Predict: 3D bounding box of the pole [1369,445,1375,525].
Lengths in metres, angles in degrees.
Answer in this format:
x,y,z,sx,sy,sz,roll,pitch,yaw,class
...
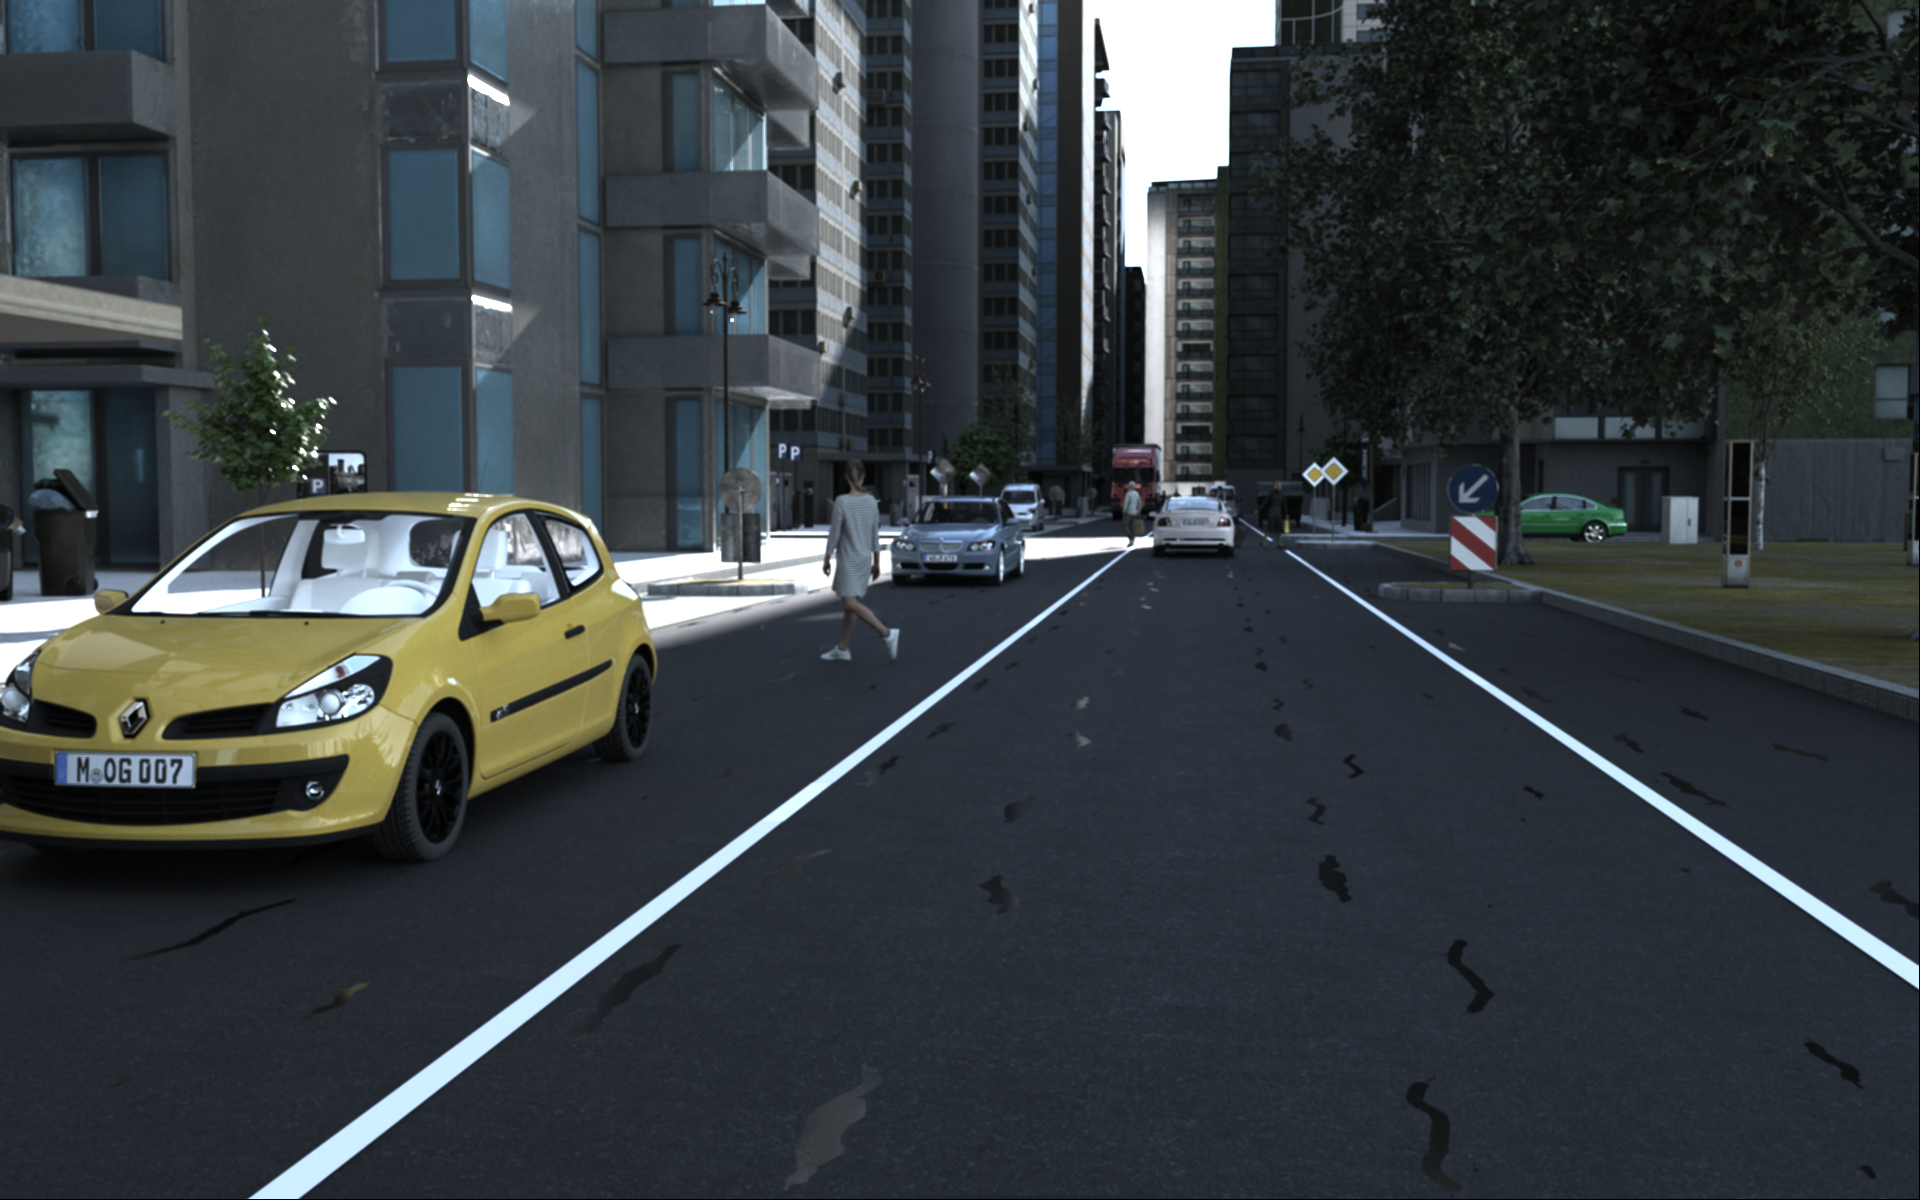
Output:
x,y,z,sx,sy,sz,roll,pitch,yaw,class
17.148,-4.786,72.089,0.158,3.312,0.155,0,3,0,pole

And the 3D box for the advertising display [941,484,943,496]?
x,y,z,sx,sy,sz,roll,pitch,yaw,class
-1.162,-5.652,97.624,0.974,1.923,0.123,3,5,43,advertising display

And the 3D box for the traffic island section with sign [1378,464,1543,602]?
x,y,z,sx,sy,sz,roll,pitch,yaw,class
6.863,-0.938,23.966,1.989,1.847,2.006,0,4,8,traffic island section with sign

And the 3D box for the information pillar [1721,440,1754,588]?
x,y,z,sx,sy,sz,roll,pitch,yaw,class
10.638,-1.175,23.706,0.304,2.012,0.304,1,4,12,information pillar

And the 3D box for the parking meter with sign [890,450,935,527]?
x,y,z,sx,sy,sz,roll,pitch,yaw,class
-1.895,-4.414,68.430,1.738,3.016,0.543,-1,4,-23,parking meter with sign

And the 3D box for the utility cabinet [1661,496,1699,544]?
x,y,z,sx,sy,sz,roll,pitch,yaw,class
18.654,-2.062,44.871,1.020,1.237,0.306,-2,4,-25,utility cabinet

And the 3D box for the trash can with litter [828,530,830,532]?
x,y,z,sx,sy,sz,roll,pitch,yaw,class
-3.645,-2.908,58.607,1.678,1.210,2.233,-1,4,-12,trash can with litter

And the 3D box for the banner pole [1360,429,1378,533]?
x,y,z,sx,sy,sz,roll,pitch,yaw,class
13.559,-4.132,57.582,0.401,3.779,0.863,-2,4,-29,banner pole

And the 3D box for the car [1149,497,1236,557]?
x,y,z,sx,sy,sz,roll,pitch,yaw,class
5.498,-1.747,40.924,2.083,1.381,4.827,0,4,7,car

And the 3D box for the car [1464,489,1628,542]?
x,y,z,sx,sy,sz,roll,pitch,yaw,class
16.499,-2.483,49.388,4.718,1.807,1.959,0,4,7,car

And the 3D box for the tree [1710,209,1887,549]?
x,y,z,sx,sy,sz,roll,pitch,yaw,class
18.833,-5.486,40.056,4.737,8.622,4.395,0,3,0,tree

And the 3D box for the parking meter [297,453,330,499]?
x,y,z,sx,sy,sz,roll,pitch,yaw,class
-9.268,-1.171,24.855,0.399,1.863,0.255,-3,5,-41,parking meter

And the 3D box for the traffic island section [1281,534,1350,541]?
x,y,z,sx,sy,sz,roll,pitch,yaw,class
11.083,-1.949,54.149,2.009,0.180,2.903,0,4,8,traffic island section

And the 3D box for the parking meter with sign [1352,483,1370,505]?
x,y,z,sx,sy,sz,roll,pitch,yaw,class
24.028,-6.476,102.142,1.738,3.016,0.543,1,4,9,parking meter with sign

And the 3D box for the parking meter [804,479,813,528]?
x,y,z,sx,sy,sz,roll,pitch,yaw,class
-5.772,-3.689,66.022,0.255,1.863,0.399,-2,4,-24,parking meter

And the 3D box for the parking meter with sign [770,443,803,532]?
x,y,z,sx,sy,sz,roll,pitch,yaw,class
-6.358,-4.003,61.716,0.543,3.016,1.738,2,4,33,parking meter with sign

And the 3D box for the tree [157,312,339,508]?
x,y,z,sx,sy,sz,roll,pitch,yaw,class
-7.404,-1.461,18.486,1.663,3.219,1.824,0,3,0,tree

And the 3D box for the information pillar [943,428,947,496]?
x,y,z,sx,sy,sz,roll,pitch,yaw,class
-0.536,-4.288,61.461,0.183,3.616,0.504,-1,4,-10,information pillar

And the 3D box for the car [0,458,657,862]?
x,y,z,sx,sy,sz,roll,pitch,yaw,class
-2.719,0.133,8.045,2.015,1.641,3.980,0,4,7,car

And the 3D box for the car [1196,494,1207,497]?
x,y,z,sx,sy,sz,roll,pitch,yaw,class
19.677,-7.968,139.071,1.959,1.807,4.718,1,4,10,car

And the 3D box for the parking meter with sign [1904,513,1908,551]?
x,y,z,sx,sy,sz,roll,pitch,yaw,class
22.020,-2.625,39.173,1.738,3.016,0.543,-3,4,-36,parking meter with sign

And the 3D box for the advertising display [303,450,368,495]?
x,y,z,sx,sy,sz,roll,pitch,yaw,class
-9.284,-1.251,25.671,0.974,1.923,0.123,-1,4,-16,advertising display

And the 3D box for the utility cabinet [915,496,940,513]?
x,y,z,sx,sy,sz,roll,pitch,yaw,class
-1.199,-3.353,65.979,1.020,1.237,0.306,0,4,3,utility cabinet

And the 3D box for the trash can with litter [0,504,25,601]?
x,y,z,sx,sy,sz,roll,pitch,yaw,class
-11.489,-0.560,20.546,0.624,1.170,1.055,-1,4,-22,trash can with litter

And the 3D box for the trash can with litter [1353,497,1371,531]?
x,y,z,sx,sy,sz,roll,pitch,yaw,class
14.003,-2.968,59.906,0.624,1.170,1.055,-1,4,-10,trash can with litter

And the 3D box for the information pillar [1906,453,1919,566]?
x,y,z,sx,sy,sz,roll,pitch,yaw,class
17.042,-1.606,30.749,0.304,2.012,0.304,1,4,14,information pillar

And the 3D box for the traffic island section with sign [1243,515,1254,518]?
x,y,z,sx,sy,sz,roll,pitch,yaw,class
18.395,-5.967,106.187,1.989,1.847,2.006,0,4,8,traffic island section with sign

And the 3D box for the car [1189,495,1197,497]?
x,y,z,sx,sy,sz,roll,pitch,yaw,class
19.691,-8.085,144.766,1.945,1.354,3.894,0,4,6,car

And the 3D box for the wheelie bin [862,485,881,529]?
x,y,z,sx,sy,sz,roll,pitch,yaw,class
-3.352,-3.370,63.011,0.980,1.594,0.693,-3,5,-43,wheelie bin

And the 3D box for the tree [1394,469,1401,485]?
x,y,z,sx,sy,sz,roll,pitch,yaw,class
18.090,-4.494,68.083,1.663,3.219,1.824,0,3,0,tree

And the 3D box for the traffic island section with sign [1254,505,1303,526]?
x,y,z,sx,sy,sz,roll,pitch,yaw,class
14.582,-4.308,79.062,1.989,1.847,2.006,0,4,8,traffic island section with sign

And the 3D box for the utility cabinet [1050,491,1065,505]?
x,y,z,sx,sy,sz,roll,pitch,yaw,class
7.192,-7.259,127.356,1.173,1.500,0.318,2,4,28,utility cabinet

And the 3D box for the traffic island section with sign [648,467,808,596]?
x,y,z,sx,sy,sz,roll,pitch,yaw,class
-3.283,-1.011,25.162,1.989,1.847,2.006,0,4,8,traffic island section with sign

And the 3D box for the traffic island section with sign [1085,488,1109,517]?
x,y,z,sx,sy,sz,roll,pitch,yaw,class
8.272,-6.057,107.654,1.989,1.847,2.006,0,4,8,traffic island section with sign

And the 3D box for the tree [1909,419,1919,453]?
x,y,z,sx,sy,sz,roll,pitch,yaw,class
34.961,-5.011,65.642,4.285,4.588,4.351,0,3,0,tree

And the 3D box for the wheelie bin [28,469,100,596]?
x,y,z,sx,sy,sz,roll,pitch,yaw,class
-11.349,-0.858,21.939,0.693,1.594,0.980,-1,4,-13,wheelie bin

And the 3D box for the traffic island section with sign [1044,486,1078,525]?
x,y,z,sx,sy,sz,roll,pitch,yaw,class
4.493,-4.405,80.657,1.989,1.847,2.006,0,4,8,traffic island section with sign

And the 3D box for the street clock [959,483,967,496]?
x,y,z,sx,sy,sz,roll,pitch,yaw,class
0.186,-4.941,85.353,0.358,2.002,0.471,-3,5,-40,street clock

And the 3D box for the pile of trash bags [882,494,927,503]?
x,y,z,sx,sy,sz,roll,pitch,yaw,class
-2.960,-5.296,96.345,3.447,1.369,1.912,-1,4,-19,pile of trash bags

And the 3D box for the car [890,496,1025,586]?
x,y,z,sx,sy,sz,roll,pitch,yaw,class
0.036,-1.025,28.755,2.014,1.417,4.499,1,4,9,car

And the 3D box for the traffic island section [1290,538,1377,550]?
x,y,z,sx,sy,sz,roll,pitch,yaw,class
9.975,-1.465,46.240,2.009,0.180,2.903,0,4,8,traffic island section

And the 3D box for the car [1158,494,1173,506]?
x,y,z,sx,sy,sz,roll,pitch,yaw,class
24.153,-11.730,203.783,2.014,1.417,4.499,1,4,9,car
